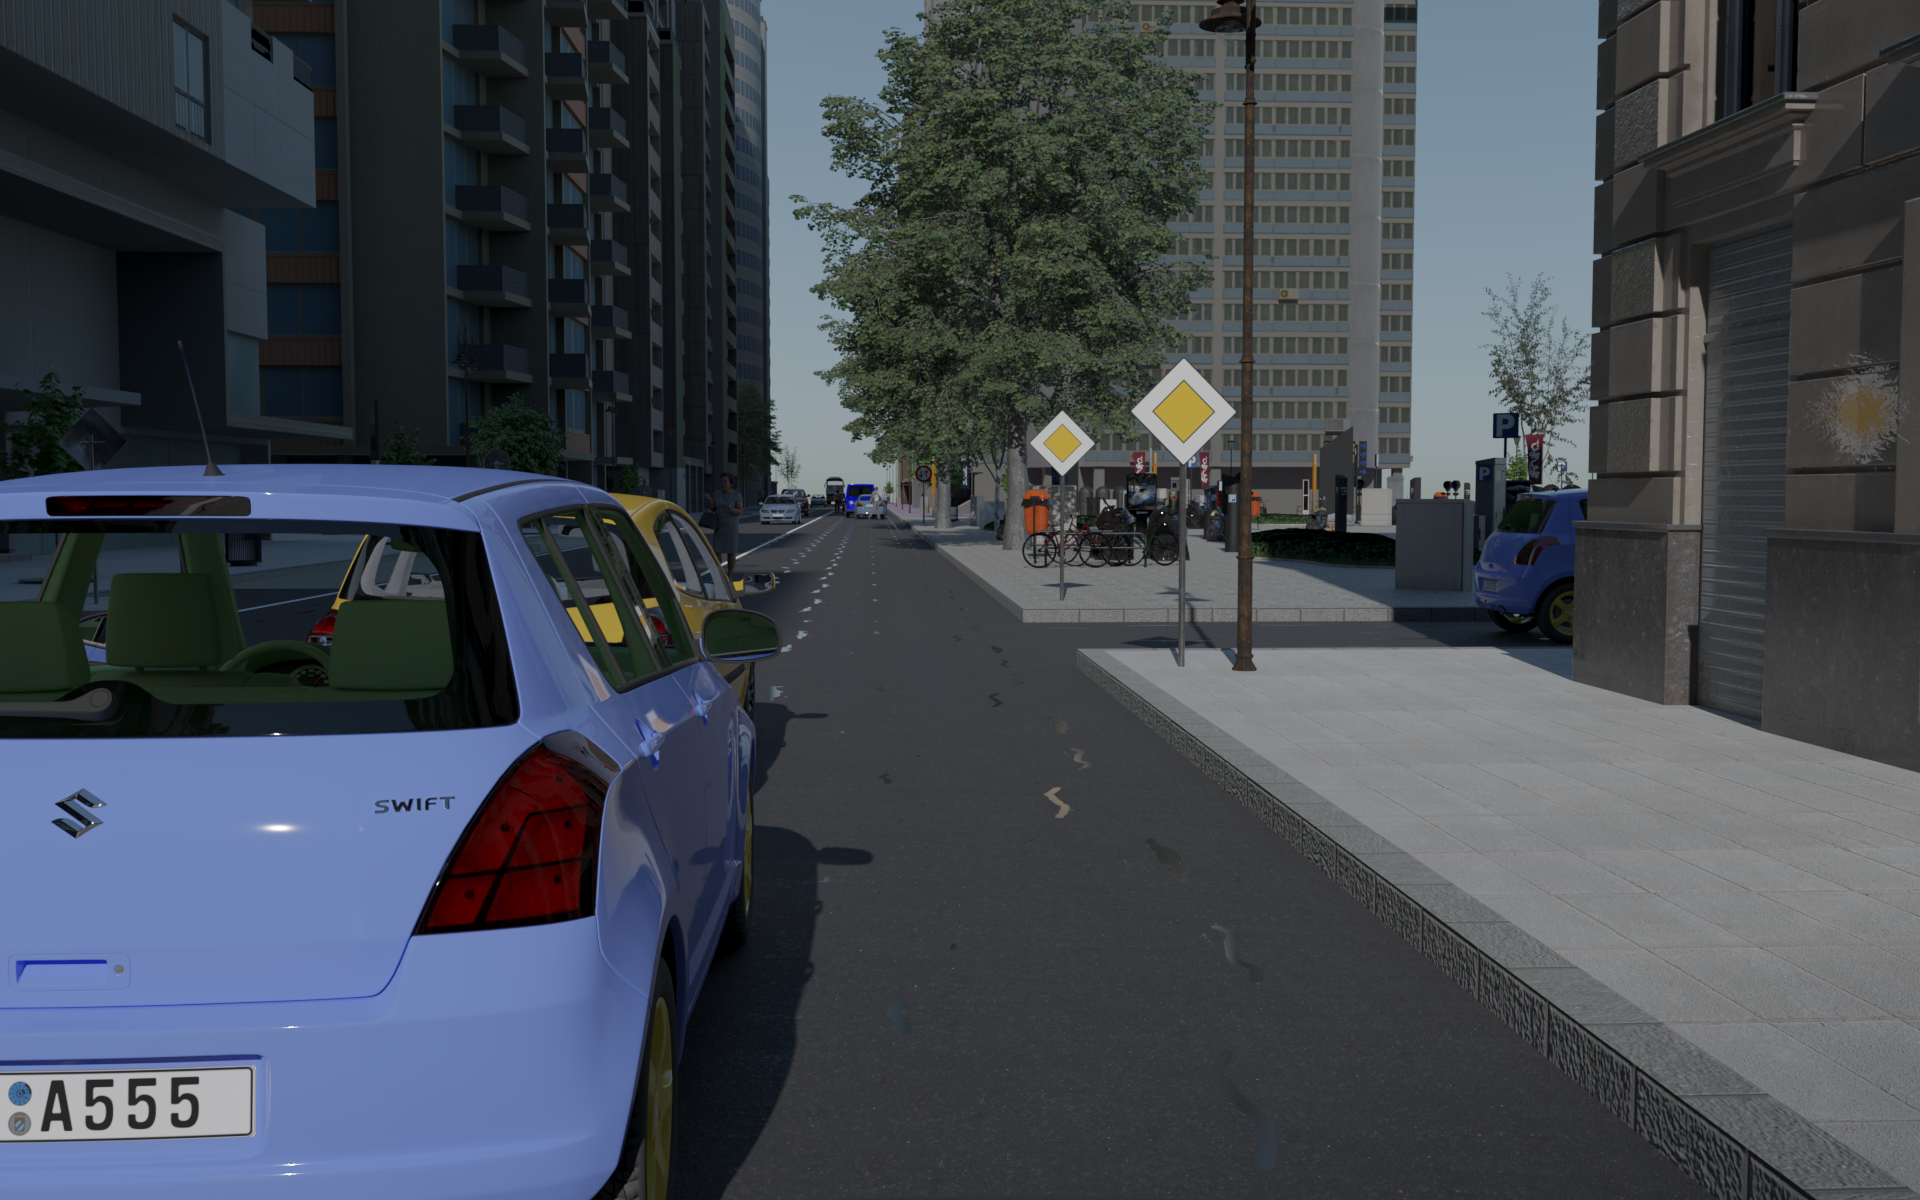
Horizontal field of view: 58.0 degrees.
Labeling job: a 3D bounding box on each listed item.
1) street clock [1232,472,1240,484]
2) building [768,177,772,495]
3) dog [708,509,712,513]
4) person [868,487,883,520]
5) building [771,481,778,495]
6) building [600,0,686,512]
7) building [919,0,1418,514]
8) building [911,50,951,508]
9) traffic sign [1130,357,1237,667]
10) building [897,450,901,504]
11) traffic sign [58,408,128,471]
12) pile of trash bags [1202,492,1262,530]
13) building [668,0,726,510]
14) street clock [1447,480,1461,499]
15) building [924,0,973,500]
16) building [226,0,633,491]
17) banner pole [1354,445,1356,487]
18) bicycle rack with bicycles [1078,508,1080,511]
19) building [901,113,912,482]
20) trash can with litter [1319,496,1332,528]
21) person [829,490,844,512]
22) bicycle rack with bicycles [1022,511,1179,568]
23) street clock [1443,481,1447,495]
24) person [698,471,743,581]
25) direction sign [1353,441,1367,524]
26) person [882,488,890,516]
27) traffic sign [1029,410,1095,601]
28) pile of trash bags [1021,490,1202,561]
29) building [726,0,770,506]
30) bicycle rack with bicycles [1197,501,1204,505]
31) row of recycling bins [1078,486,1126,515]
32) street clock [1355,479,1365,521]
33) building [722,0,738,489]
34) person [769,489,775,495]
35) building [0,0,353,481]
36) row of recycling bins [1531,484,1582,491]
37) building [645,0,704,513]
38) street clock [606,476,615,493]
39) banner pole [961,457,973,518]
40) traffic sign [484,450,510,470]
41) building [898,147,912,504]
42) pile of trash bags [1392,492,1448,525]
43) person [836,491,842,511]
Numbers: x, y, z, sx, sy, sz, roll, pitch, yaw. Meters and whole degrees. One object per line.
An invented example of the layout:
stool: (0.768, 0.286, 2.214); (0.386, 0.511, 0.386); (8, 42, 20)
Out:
street clock: (9.065, -3.158, 56.200); (0.471, 2.002, 0.358); (-1, 4, -15)
building: (-30.830, -32.428, 213.786); (14.154, 41.232, 14.086); (0, 4, -3)
dog: (-13.251, -4.548, 91.195); (0.513, 0.831, 0.800); (-1, 4, -21)
person: (-4.637, -5.259, 94.591); (0.850, 1.850, 0.679); (1, 4, 11)
building: (-40.988, -33.062, 232.445); (32.217, 40.220, 23.993); (0, 4, -3)
building: (-24.113, -20.211, 102.151); (14.160, 30.474, 14.107); (0, 4, -3)
building: (13.519, -26.046, 117.740); (32.217, 40.220, 23.993); (0, 4, -3)
building: (2.407, -29.374, 163.852); (14.154, 41.232, 14.086); (0, 4, -3)
traffic sign: (1.643, -0.561, 12.811); (0.795, 2.450, 0.064); (0, 4, -3)
building: (5.242, -24.257, 241.648); (27.650, 21.520, 28.899); (0, 4, -3)
traffic sign: (-10.107, -1.013, 20.211); (0.795, 2.450, 0.064); (0, 4, -3)
pile of trash bags: (9.649, -3.262, 63.085); (1.912, 1.369, 3.447); (-3, 4, -38)
building: (-26.006, -27.716, 136.749); (14.154, 41.232, 14.086); (0, 4, -3)
street clock: (25.868, -5.249, 90.384); (0.358, 2.002, 0.471); (-2, 4, -25)
building: (10.850, -33.868, 142.987); (28.713, 52.752, 27.495); (0, 4, -3)
building: (-26.412, -25.669, 74.307); (22.147, 44.769, 28.867); (0, 4, -3)
banner pole: (17.399, -5.345, 77.412); (0.401, 3.779, 0.863); (-3, 5, -41)
bicycle rack with bicycles: (5.946, -4.338, 84.311); (2.852, 0.926, 2.925); (2, 4, 25)
building: (4.444, -33.179, 197.100); (22.147, 44.769, 28.867); (0, 4, -3)
trash can with litter: (13.767, -3.328, 65.476); (1.678, 1.210, 2.233); (0, 4, 7)
person: (-9.583, -7.678, 134.745); (1.217, 1.736, 0.721); (-1, 4, -16)
bicycle rack with bicycles: (2.481, -1.075, 30.957); (2.925, 0.926, 2.852); (0, 4, -2)
street clock: (26.534, -5.484, 94.236); (0.358, 2.002, 0.471); (-3, 5, -41)
person: (-3.744, -1.103, 26.899); (0.716, 1.782, 0.532); (1, 4, 13)
direction sign: (16.938, -5.011, 73.934); (0.876, 3.537, 0.379); (-1, 4, -13)
person: (-4.816, -6.475, 114.230); (0.599, 1.838, 0.709); (1, 4, 22)
traffic sign: (1.222, -1.049, 20.786); (0.795, 2.450, 0.064); (0, 4, -3)
pile of trash bags: (2.889, -1.501, 34.294); (3.447, 1.369, 1.912); (1, 4, 15)
building: (-32.605, -39.757, 192.027); (21.231, 58.520, 28.212); (0, 4, -3)
bicycle rack with bicycles: (12.293, -4.421, 85.672); (2.925, 0.926, 2.852); (-1, 4, -20)
row of recycling bins: (7.095, -5.134, 91.052); (3.534, 1.692, 1.069); (0, 4, 7)
street clock: (18.939, -4.746, 82.167); (0.471, 2.002, 0.358); (0, 4, 8)
building: (-31.395, -32.439, 154.077); (21.300, 48.544, 21.600); (0, 4, -3)
person: (-13.012, -6.742, 119.186); (0.568, 1.767, 0.683); (-2, 4, -29)
building: (-29.438, -27.095, 32.235); (28.713, 52.752, 27.495); (0, 4, -3)
row of recycling bins: (24.036, -3.953, 71.738); (3.534, 1.692, 1.069); (-1, 4, -9)
building: (-28.507, -41.597, 118.364); (20.563, 71.187, 20.611); (0, 4, -3)
street clock: (-14.405, -4.085, 71.361); (0.358, 2.002, 0.471); (-1, 4, -23)
banner pole: (0.421, -6.306, 93.127); (0.863, 3.779, 0.401); (1, 4, 15)
traffic sign: (-13.396, -3.060, 50.139); (0.768, 2.556, 0.104); (0, 4, -1)
building: (-0.821, -34.798, 219.064); (14.600, 45.320, 14.200); (0, 4, -3)
pile of trash bags: (18.912, -3.784, 71.618); (3.447, 1.369, 1.912); (-3, 4, -36)
person: (-10.026, -8.193, 143.258); (0.445, 1.727, 0.742); (1, 4, 22)
